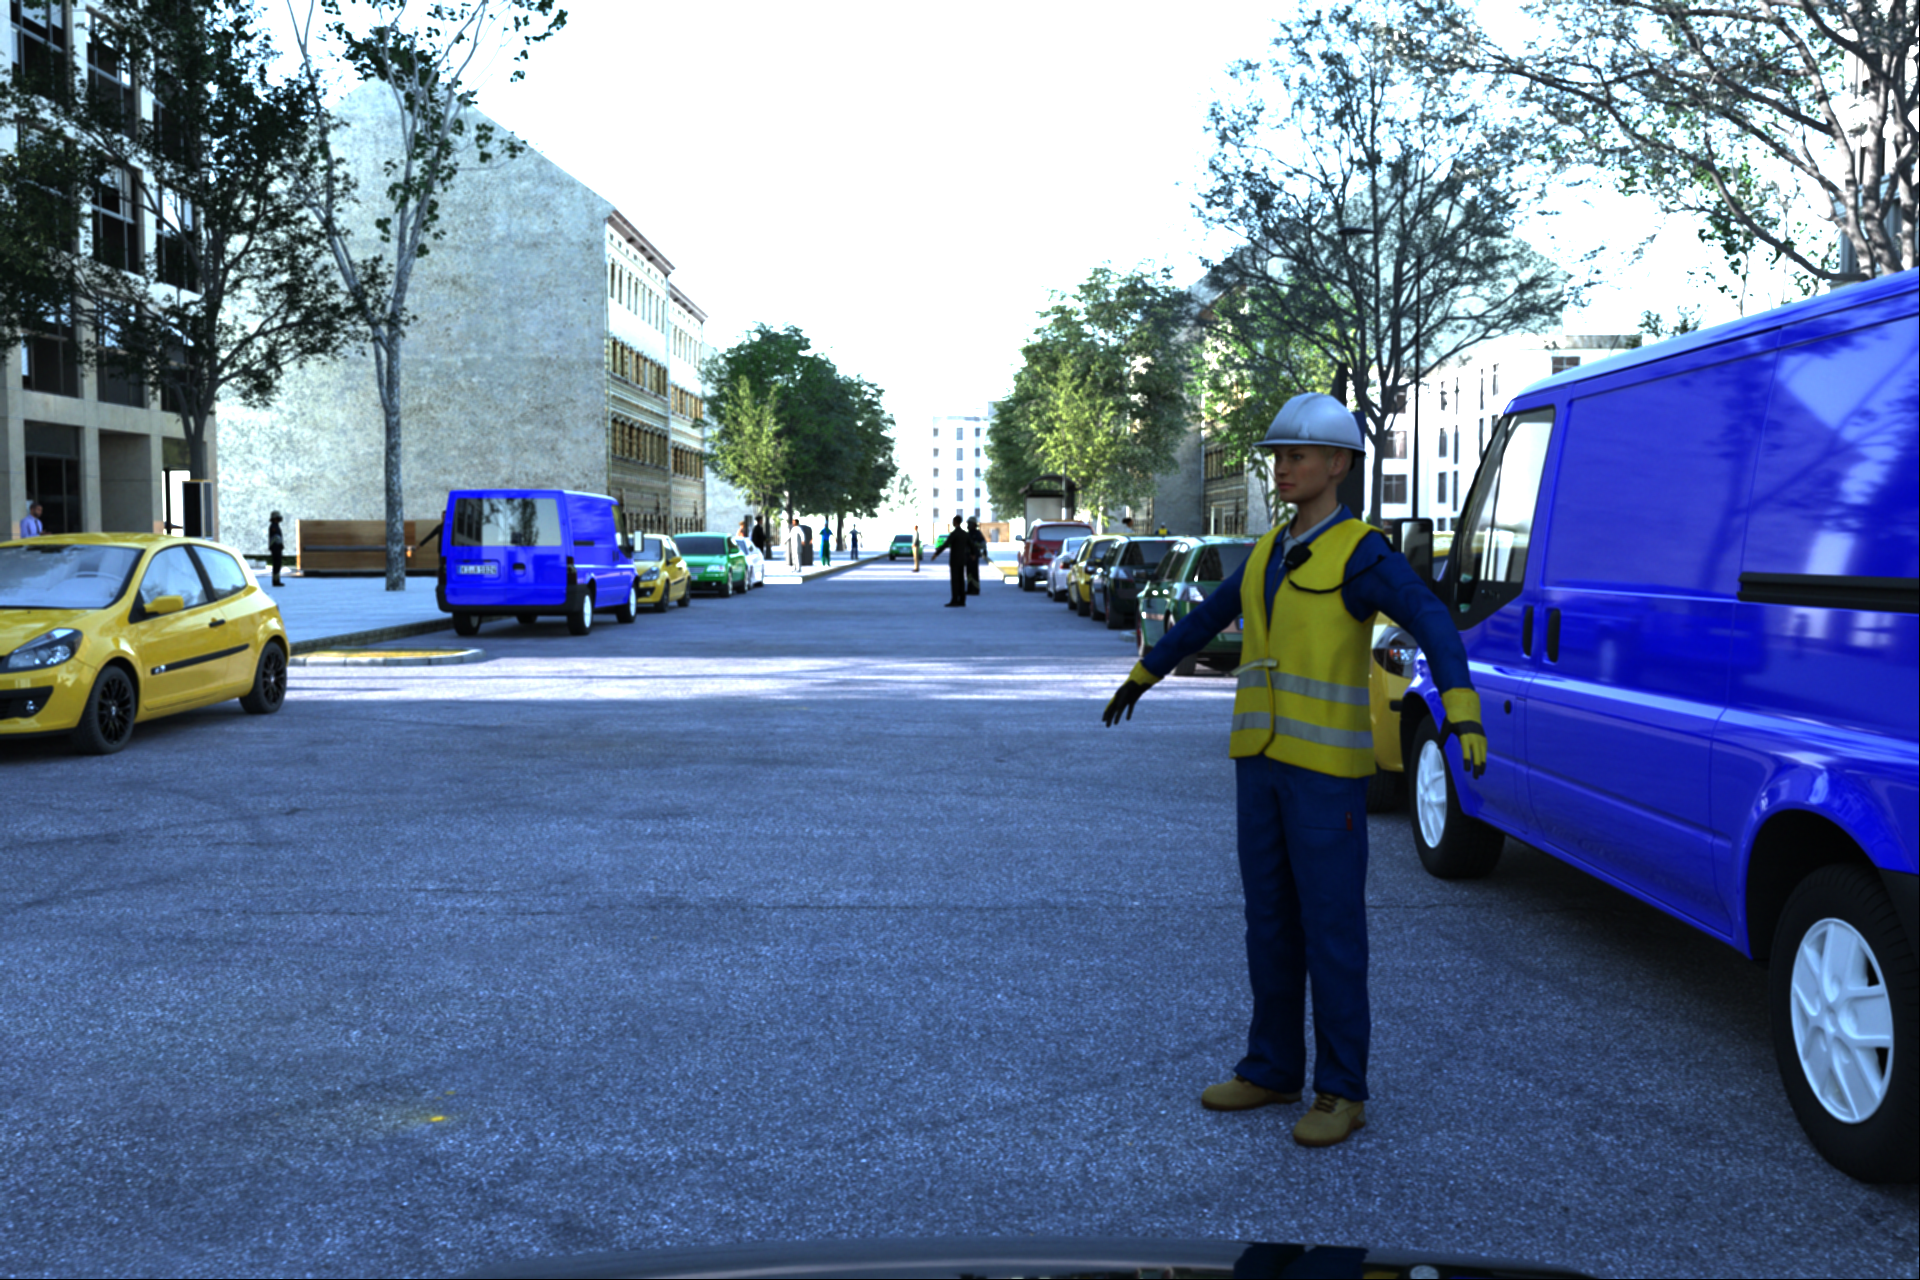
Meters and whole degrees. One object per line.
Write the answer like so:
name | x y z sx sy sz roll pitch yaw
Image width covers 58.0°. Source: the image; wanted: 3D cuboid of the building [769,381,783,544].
building | -28.256 -21.893 214.369 16.016 20.090 11.380 0 3 0

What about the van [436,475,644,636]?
van | -6.182 -1.330 26.125 2.240 2.365 5.245 0 3 0

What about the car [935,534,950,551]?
car | -1.285 -8.678 150.686 1.959 1.807 4.718 0 4 -1

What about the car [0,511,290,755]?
car | -6.335 -0.137 12.466 2.015 1.641 3.980 0 4 0

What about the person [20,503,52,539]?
person | -16.628 -1.554 31.326 0.599 1.838 0.709 0 4 5

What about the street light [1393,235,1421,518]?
street light | 7.485 -3.290 26.334 1.470 5.913 1.316 0 3 0

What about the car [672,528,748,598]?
car | -6.039 -1.933 40.405 1.959 1.807 4.718 0 4 0

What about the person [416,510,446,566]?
person | -11.766 -2.053 39.630 1.348 1.821 0.705 1 4 9

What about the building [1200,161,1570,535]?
building | 26.059 -17.093 110.396 19.493 23.208 18.063 0 4 0

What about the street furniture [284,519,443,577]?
street furniture | -17.067 -3.002 55.940 9.812 1.723 11.010 -1 4 -23

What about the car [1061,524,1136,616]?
car | 2.887 -1.309 31.625 2.015 1.641 3.980 0 3 0

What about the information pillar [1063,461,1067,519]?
information pillar | 3.356 -3.925 55.527 0.183 3.616 0.504 0 4 0

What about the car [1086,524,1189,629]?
car | 3.043 -1.083 27.499 2.009 1.686 4.222 0 4 -1

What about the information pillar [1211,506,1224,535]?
information pillar | 6.804 -2.525 45.774 0.304 2.012 0.304 0 3 0

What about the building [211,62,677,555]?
building | -25.656 -15.787 89.045 19.493 23.208 18.063 0 4 0

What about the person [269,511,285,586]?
person | -16.770 -2.245 42.571 0.704 1.845 1.351 -2 4 -23

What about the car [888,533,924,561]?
car | -2.952 -5.271 94.970 1.959 1.807 4.718 0 3 0

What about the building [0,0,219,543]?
building | -32.541 -14.238 35.986 19.351 26.588 34.151 0 3 0

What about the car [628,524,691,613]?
car | -6.186 -1.378 32.754 2.015 1.641 3.980 0 4 0

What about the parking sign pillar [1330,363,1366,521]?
parking sign pillar | 6.153 -2.416 27.966 1.447 3.967 1.447 0 4 0

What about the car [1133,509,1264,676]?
car | 2.946 -0.556 18.881 2.009 1.686 4.222 0 4 -1

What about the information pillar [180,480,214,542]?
information pillar | -10.377 -1.169 23.599 0.304 2.012 0.304 0 3 0

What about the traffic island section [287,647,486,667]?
traffic island section | -6.521 0.193 19.708 1.991 0.108 1.994 0 4 1

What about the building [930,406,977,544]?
building | -4.044 -23.828 248.456 11.380 20.090 16.016 0 4 4

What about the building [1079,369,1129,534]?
building | 23.858 -22.672 201.607 19.493 23.208 18.063 0 3 0

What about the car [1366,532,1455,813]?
car | 2.828 -0.007 10.331 2.015 1.641 3.980 0 4 0

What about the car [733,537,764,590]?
car | -6.252 -2.039 45.698 2.083 1.381 4.827 0 4 0

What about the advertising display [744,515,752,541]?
advertising display | -7.163 -3.270 58.684 0.123 1.923 0.974 0 4 2

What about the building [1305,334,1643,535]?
building | 24.179 -8.851 86.857 9.099 9.664 28.070 0 4 0

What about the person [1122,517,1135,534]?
person | 4.755 -2.504 47.709 0.721 1.739 1.217 1 4 8

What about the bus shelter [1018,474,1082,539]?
bus shelter | 3.132 -4.111 61.139 2.014 3.302 5.546 0 4 0

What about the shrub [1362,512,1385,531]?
shrub | 14.623 -3.557 62.202 1.661 2.075 1.752 0 3 0

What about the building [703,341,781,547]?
building | -29.233 -21.433 181.362 19.493 23.208 18.063 0 4 1

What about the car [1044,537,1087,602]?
car | 2.903 -1.573 38.075 2.083 1.381 4.827 0 4 0

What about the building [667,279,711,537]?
building | -26.955 -17.124 110.913 19.493 23.208 18.063 0 3 0

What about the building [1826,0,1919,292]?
building | 26.946 -11.663 37.365 8.464 21.280 15.925 0 4 0

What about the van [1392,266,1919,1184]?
van | 2.886 -0.067 5.477 2.240 2.365 5.245 0 4 -1

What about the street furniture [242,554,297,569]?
street furniture | -27.955 -3.091 66.162 5.734 0.657 10.072 1 4 12

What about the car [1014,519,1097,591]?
car | 2.578 -2.218 44.945 2.281 1.827 5.304 0 4 0

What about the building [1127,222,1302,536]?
building | 22.677 -18.227 128.947 19.493 23.208 18.063 0 4 0
